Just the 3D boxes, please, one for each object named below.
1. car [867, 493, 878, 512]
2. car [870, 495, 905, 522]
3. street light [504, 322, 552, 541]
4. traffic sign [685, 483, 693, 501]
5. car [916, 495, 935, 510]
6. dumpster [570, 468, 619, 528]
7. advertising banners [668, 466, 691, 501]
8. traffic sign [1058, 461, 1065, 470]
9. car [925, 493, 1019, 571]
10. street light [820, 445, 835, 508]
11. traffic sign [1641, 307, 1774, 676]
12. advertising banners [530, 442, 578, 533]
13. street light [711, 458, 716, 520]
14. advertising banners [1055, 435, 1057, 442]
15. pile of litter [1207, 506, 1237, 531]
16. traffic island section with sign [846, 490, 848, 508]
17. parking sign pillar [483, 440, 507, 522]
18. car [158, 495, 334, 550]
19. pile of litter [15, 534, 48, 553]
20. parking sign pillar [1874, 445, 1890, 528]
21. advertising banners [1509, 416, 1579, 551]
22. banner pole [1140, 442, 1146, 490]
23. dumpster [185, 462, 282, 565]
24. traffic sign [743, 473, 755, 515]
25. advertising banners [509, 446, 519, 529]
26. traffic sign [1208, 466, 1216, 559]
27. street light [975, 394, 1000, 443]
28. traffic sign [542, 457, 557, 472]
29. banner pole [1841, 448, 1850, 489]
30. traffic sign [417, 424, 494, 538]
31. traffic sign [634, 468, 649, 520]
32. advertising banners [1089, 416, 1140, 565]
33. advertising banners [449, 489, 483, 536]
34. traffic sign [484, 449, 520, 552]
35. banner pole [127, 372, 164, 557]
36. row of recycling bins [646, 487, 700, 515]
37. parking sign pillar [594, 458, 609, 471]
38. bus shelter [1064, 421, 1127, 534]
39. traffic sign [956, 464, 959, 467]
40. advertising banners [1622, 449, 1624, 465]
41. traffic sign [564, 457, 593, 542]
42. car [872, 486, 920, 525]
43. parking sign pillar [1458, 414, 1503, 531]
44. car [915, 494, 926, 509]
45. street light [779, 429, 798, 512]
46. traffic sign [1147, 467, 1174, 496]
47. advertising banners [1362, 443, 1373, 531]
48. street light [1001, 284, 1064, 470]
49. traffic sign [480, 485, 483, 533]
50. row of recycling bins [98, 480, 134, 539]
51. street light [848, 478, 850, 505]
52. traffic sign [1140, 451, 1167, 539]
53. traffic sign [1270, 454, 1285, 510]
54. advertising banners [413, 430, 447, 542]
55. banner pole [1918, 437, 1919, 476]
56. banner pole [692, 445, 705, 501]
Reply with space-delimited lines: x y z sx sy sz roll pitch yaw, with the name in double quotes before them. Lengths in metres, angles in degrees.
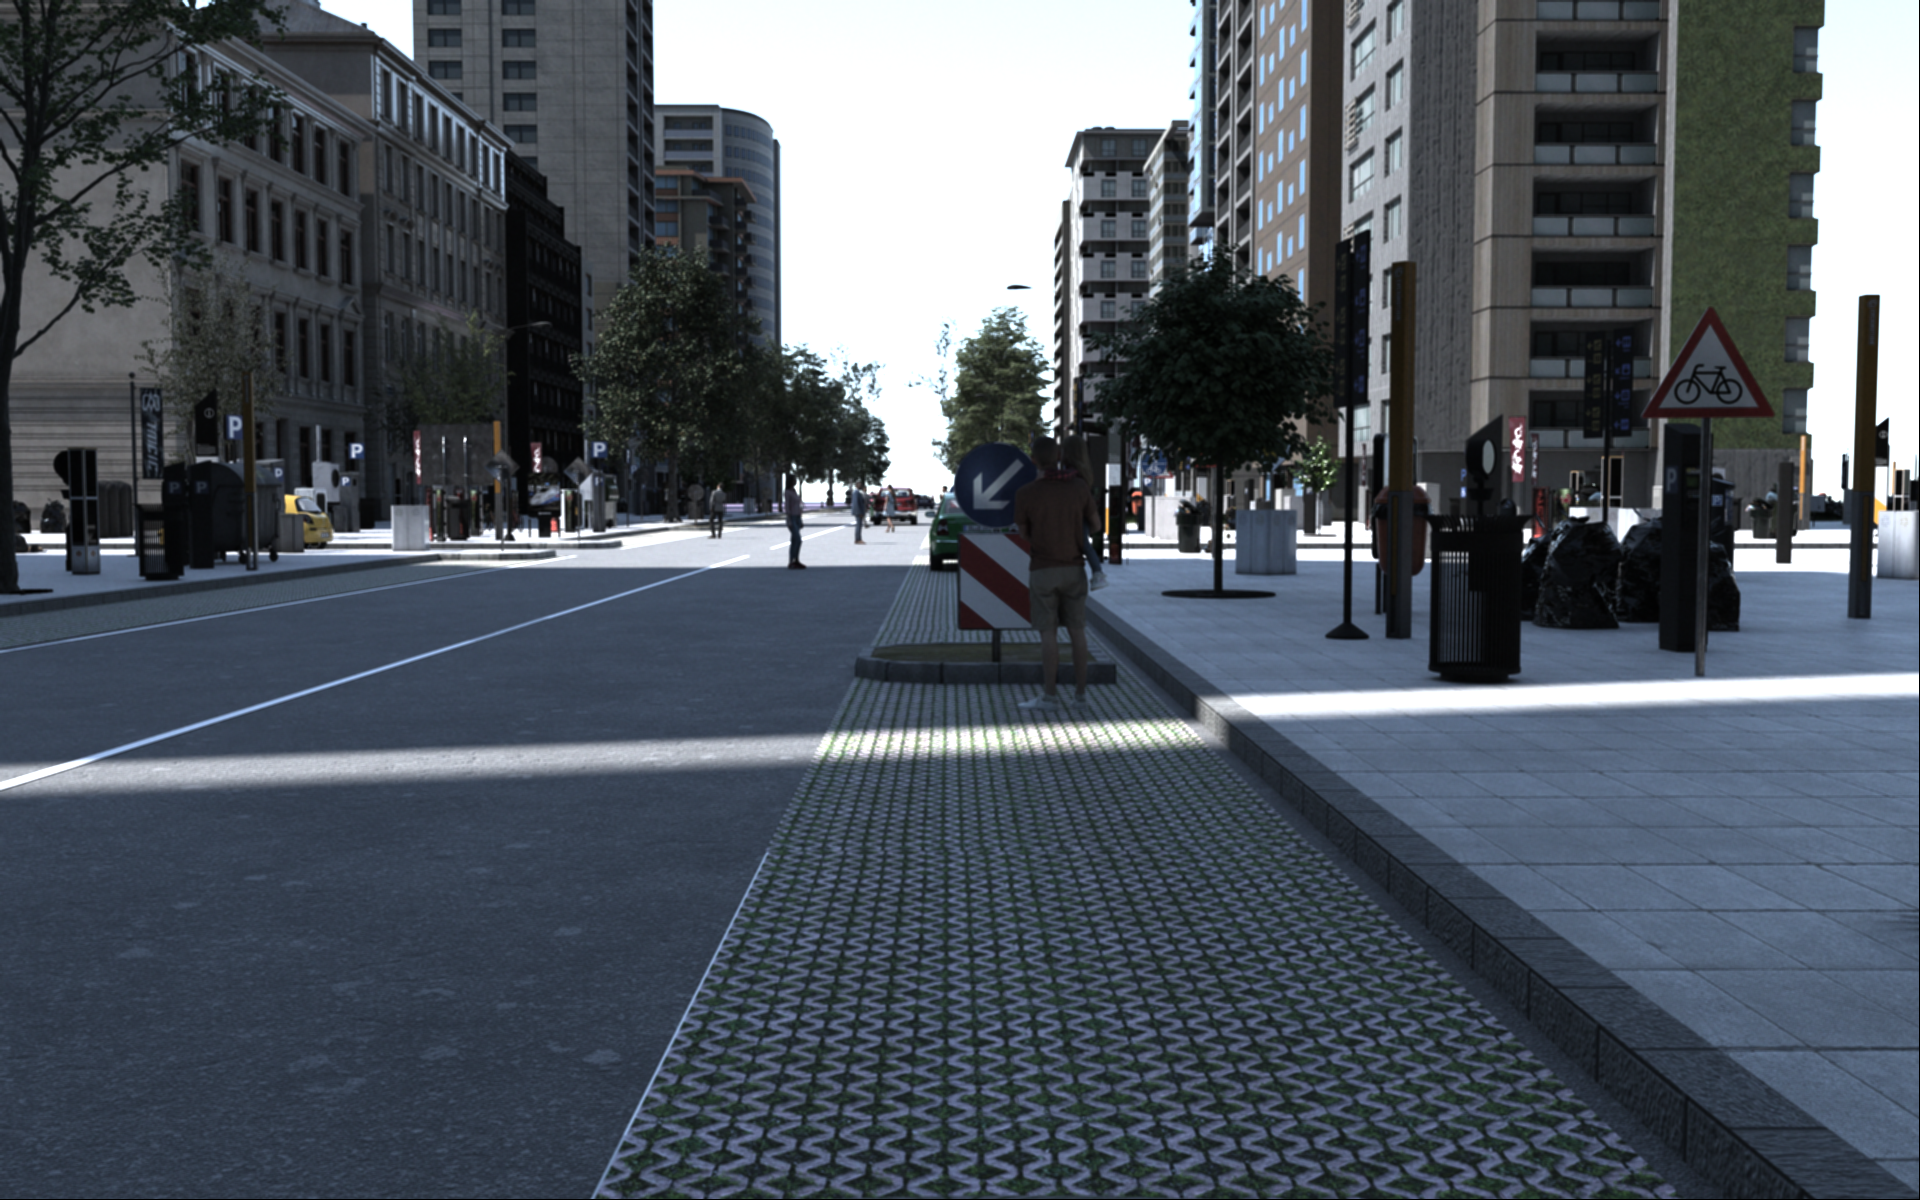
"car" -6.724 -7.771 136.088 2.155 1.783 4.494 0 4 1
"car" -3.783 -4.840 90.937 2.131 1.459 4.920 0 4 -1
"street light" -11.719 -4.550 46.933 1.470 5.913 1.316 0 4 0
"traffic sign" -14.733 -5.827 95.278 0.884 2.594 0.081 0 4 7
"car" -3.344 -9.121 161.707 1.945 1.354 3.894 0 4 1
"dumpster" -13.681 -3.809 64.766 1.502 2.255 1.985 0 4 0
"advertising banners" -16.258 -6.449 101.623 2.074 3.025 0.090 -3 5 -42
"traffic sign" 3.830 -3.997 65.458 0.768 2.556 0.104 0 4 1
"car" 0.298 -1.519 33.629 1.959 1.807 4.718 0 4 -1
"street light" -12.459 -11.658 163.147 1.470 5.913 1.316 0 4 0
"traffic sign" 5.216 -0.742 12.140 0.884 2.594 0.081 0 4 7
"advertising banners" -13.580 -3.773 57.874 2.074 3.025 0.090 2 4 31
"street light" -11.946 -7.015 87.239 1.470 5.913 1.316 0 4 0
"advertising banners" 2.724 -3.334 50.691 0.090 3.025 2.074 1 4 10
"pile of litter" 9.355 -2.891 61.236 1.719 0.858 1.176 -3 4 -36
"traffic island section with sign" -11.137 -10.087 173.553 1.989 1.847 2.006 0 4 0
"parking sign pillar" -21.078 -5.542 79.090 1.447 3.967 1.447 1 4 11
"car" -17.386 -1.952 42.135 3.980 1.641 2.015 0 4 1
"pile of litter" -20.938 -1.462 37.875 1.719 0.858 1.176 0 4 8
"parking sign pillar" 34.629 -4.712 65.516 1.447 3.967 1.447 0 4 2
"advertising banners" 12.873 -2.576 38.308 0.090 3.025 2.074 -2 4 -27
"banner pole" 8.807 -5.715 83.458 0.401 3.779 0.863 -1 4 -22
"dumpster" -13.552 -1.616 32.176 1.264 1.857 1.865 0 4 0
"traffic sign" -12.733 -6.381 104.436 0.768 2.556 0.104 0 4 3
"advertising banners" -16.421 -4.126 63.650 0.090 3.025 2.074 0 4 -5
"traffic sign" 5.024 -2.099 34.315 0.884 2.594 0.081 0 4 5
"street light" 1.413 -6.617 80.733 1.470 5.913 1.316 0 4 0
"traffic sign" -14.126 -3.610 59.133 0.768 2.556 0.104 0 4 2
"banner pole" 48.018 -6.360 94.000 0.401 3.779 0.863 0 4 1
"traffic sign" -14.657 -3.451 50.302 2.265 3.308 0.079 0 4 6
"traffic sign" -15.607 -5.184 84.859 0.768 2.556 0.104 0 4 8
"advertising banners" 2.834 -2.168 31.643 0.090 3.025 2.074 -1 4 -21
"advertising banners" -15.383 -3.489 53.238 2.074 3.025 0.090 3 4 37
"traffic sign" -10.180 -2.132 38.494 0.795 2.450 0.064 0 4 0
"banner pole" -16.833 -2.800 35.798 0.401 3.779 0.863 3 4 38
"row of recycling bins" -18.291 -6.389 111.578 3.534 1.692 1.069 -3 5 -39
"parking sign pillar" -22.420 -7.366 108.902 1.447 3.967 1.447 2 4 28
"bus shelter" 4.511 -4.088 58.114 1.731 3.624 6.357 0 4 0
"traffic sign" 0.314 -2.135 38.544 0.795 2.450 0.064 0 4 0
"advertising banners" 23.074 -3.926 60.377 0.090 3.025 2.074 1 4 22
"traffic sign" -10.234 -2.620 46.479 0.795 2.450 0.064 0 4 0
"car" -3.027 -4.453 81.476 2.281 1.827 5.304 0 4 -1
"parking sign pillar" 17.552 -4.272 58.326 1.447 3.967 1.447 -1 4 -12
"car" -4.199 -9.969 173.223 2.015 1.641 3.980 0 4 -1
"street light" -12.163 -9.193 122.843 1.470 5.913 1.316 0 4 0
"traffic sign" 6.740 -3.563 58.257 0.884 2.594 0.081 0 4 8
"advertising banners" 14.323 -3.950 60.762 0.090 3.025 2.074 2 4 26
"street light" 1.724 -4.034 38.504 1.470 5.913 1.316 0 4 0
"traffic sign" -15.330 -3.385 55.449 0.768 2.556 0.104 0 4 5
"row of recycling bins" -25.250 -2.699 51.234 1.069 1.692 3.534 -1 4 -11
"street light" -12.710 -14.288 206.143 1.470 5.913 1.316 0 4 0
"traffic sign" 5.568 -3.042 49.836 0.768 2.556 0.104 0 4 6
"traffic sign" 5.259 -1.717 29.251 0.795 2.450 0.064 0 4 4
"advertising banners" -14.309 -3.088 46.678 0.090 3.025 2.074 -3 4 -38
"banner pole" 41.630 -5.193 74.922 0.401 3.779 0.863 0 4 -3
"banner pole" -13.374 -6.017 88.388 0.863 3.779 0.401 1 4 13
